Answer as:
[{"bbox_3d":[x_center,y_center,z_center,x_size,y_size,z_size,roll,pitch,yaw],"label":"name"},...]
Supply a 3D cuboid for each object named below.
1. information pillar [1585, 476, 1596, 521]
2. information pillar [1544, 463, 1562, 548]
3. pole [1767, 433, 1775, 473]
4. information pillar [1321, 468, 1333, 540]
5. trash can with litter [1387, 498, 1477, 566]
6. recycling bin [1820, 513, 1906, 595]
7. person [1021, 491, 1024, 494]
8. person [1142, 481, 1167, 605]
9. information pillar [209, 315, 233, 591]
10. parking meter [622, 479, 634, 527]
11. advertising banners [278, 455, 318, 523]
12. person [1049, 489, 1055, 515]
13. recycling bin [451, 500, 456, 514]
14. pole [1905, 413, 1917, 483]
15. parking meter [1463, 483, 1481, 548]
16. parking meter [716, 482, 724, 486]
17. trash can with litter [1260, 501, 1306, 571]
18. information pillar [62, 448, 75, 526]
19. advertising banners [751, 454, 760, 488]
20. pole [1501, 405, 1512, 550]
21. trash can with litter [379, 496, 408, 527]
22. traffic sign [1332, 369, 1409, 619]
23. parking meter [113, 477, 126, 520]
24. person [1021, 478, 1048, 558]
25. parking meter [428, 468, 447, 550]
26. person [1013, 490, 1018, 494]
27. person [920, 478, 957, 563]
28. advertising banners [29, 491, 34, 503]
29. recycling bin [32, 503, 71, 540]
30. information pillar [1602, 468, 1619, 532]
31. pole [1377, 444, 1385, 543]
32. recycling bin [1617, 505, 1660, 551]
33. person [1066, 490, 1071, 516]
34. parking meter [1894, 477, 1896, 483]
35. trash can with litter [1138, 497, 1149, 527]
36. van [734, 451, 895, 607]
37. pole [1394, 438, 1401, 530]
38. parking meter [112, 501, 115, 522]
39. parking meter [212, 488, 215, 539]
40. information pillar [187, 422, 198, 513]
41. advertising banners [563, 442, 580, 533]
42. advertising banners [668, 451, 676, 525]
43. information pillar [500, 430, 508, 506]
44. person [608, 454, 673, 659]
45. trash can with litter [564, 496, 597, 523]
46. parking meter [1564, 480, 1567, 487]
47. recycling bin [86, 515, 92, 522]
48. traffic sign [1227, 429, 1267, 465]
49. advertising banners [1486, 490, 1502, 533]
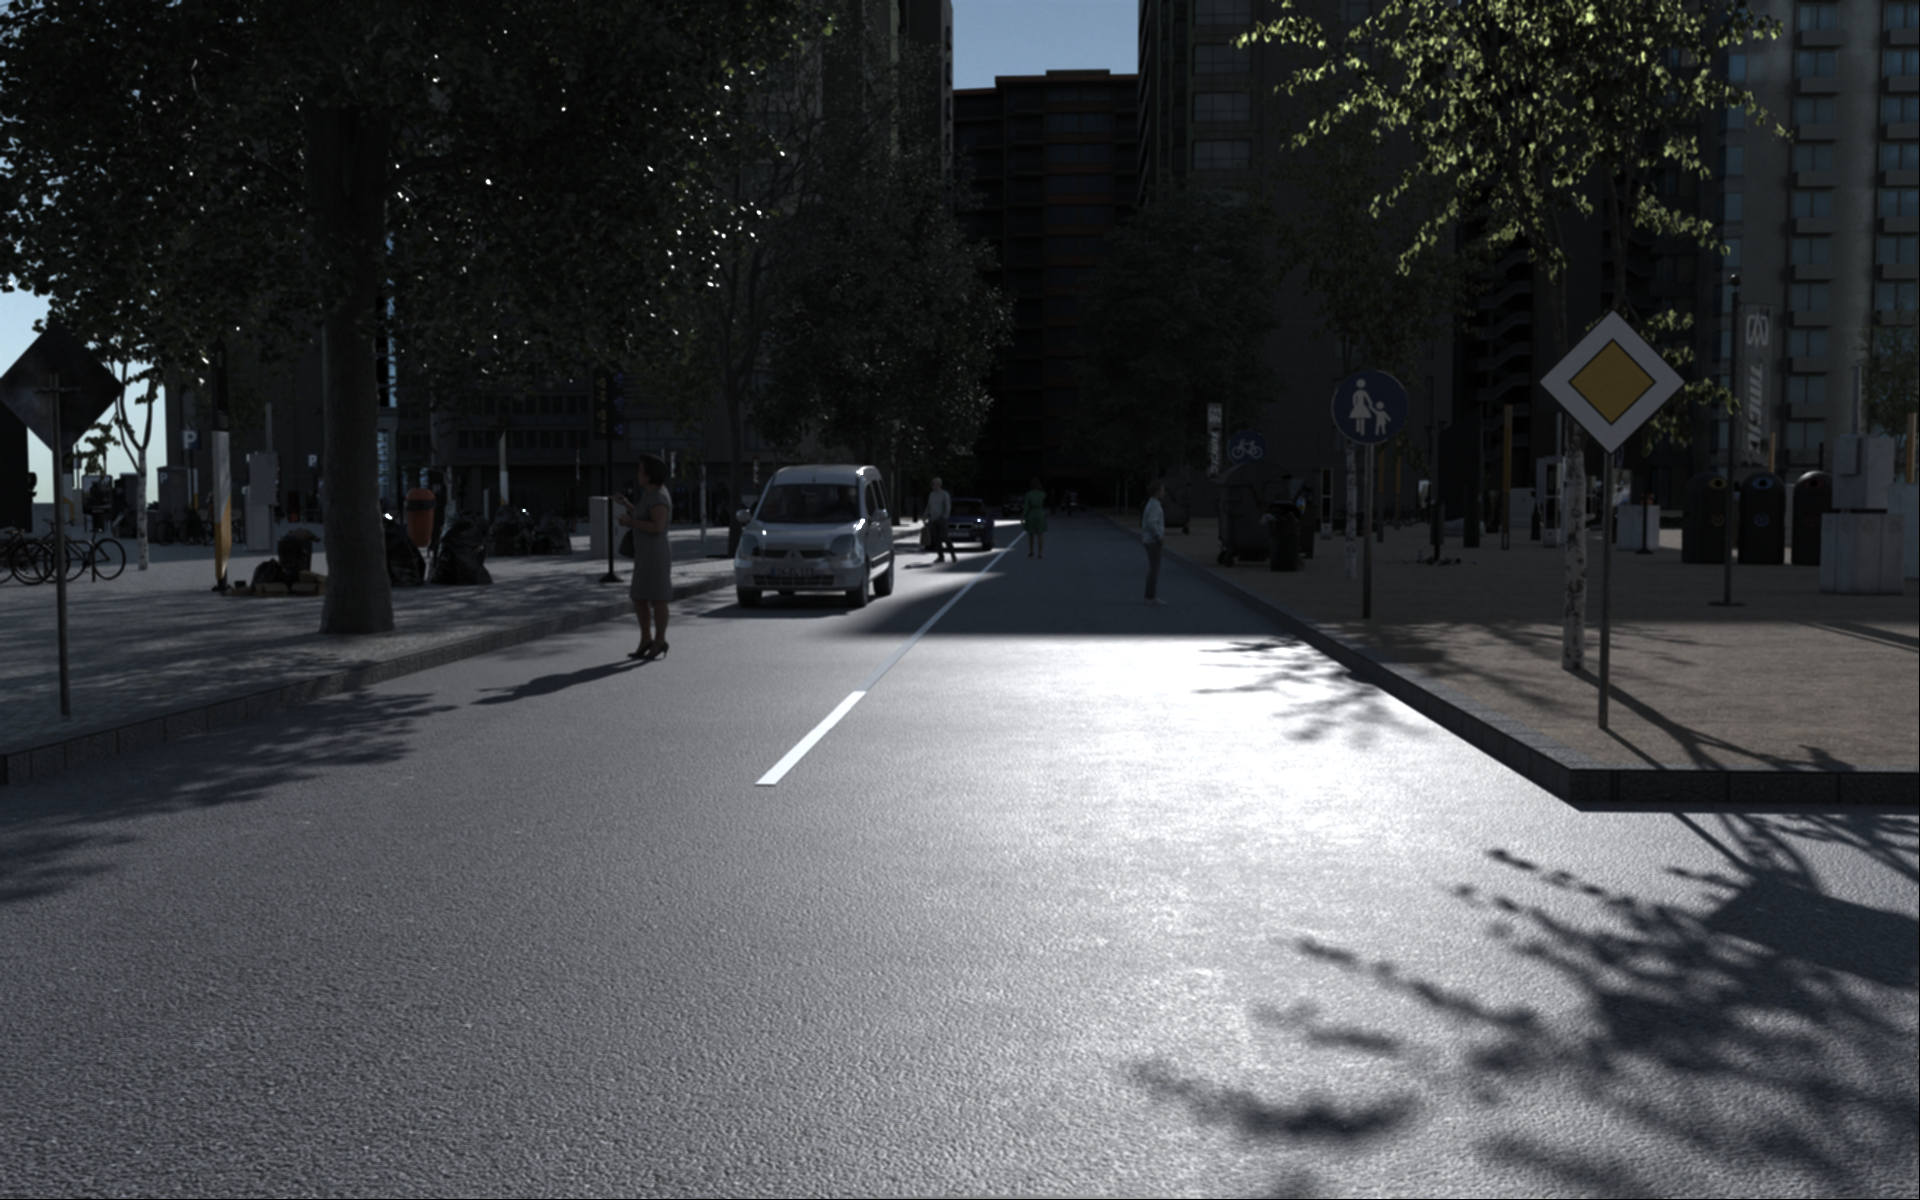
[{"bbox_3d":[25.996,-4.094,71.426,0.304,2.012,0.304,-3,5,-43],"label":"information pillar"},{"bbox_3d":[14.130,-2.250,41.273,0.304,2.012,0.304,3,4,39],"label":"information pillar"},{"bbox_3d":[26.916,-3.895,57.518,0.158,3.312,0.155,0,3,0],"label":"pole"},{"bbox_3d":[10.368,-2.719,48.951,0.304,2.012,0.304,1,4,17],"label":"information pillar"},{"bbox_3d":[8.641,-1.272,31.849,1.678,1.210,2.233,1,4,19],"label":"trash can with litter"},{"bbox_3d":[11.605,-0.595,22.280,0.722,1.027,0.722,0,4,-8],"label":"recycling bin"},{"bbox_3d":[5.518,-8.914,155.030,0.721,1.735,1.217,1,4,23],"label":"person"},{"bbox_3d":[2.516,-0.738,22.377,0.330,1.601,0.589,0,4,6],"label":"person"},{"bbox_3d":[-9.803,-1.933,22.966,0.183,3.616,0.504,0,4,-8],"label":"information pillar"},{"bbox_3d":[-12.892,-3.768,67.324,0.399,1.863,0.255,-3,5,-43],"label":"parking meter"},{"bbox_3d":[-29.998,-5.004,78.009,2.074,3.025,0.090,-1,4,-13],"label":"advertising banners"},{"bbox_3d":[6.392,-6.773,119.797,0.434,1.755,0.990,0,4,-5],"label":"person"},{"bbox_3d":[-22.027,-3.778,74.329,0.722,1.027,0.722,-1,4,-18],"label":"recycling bin"},{"bbox_3d":[23.883,-3.040,43.541,0.158,3.312,0.155,0,3,0],"label":"pole"},{"bbox_3d":[12.263,-2.022,41.475,0.372,1.533,0.369,0,3,0],"label":"parking meter"},{"bbox_3d":[-11.588,-4.761,83.545,0.399,1.863,0.255,-1,4,-13],"label":"parking meter"},{"bbox_3d":[5.425,-1.076,28.983,0.624,1.170,1.055,1,4,23],"label":"trash can with litter"},{"bbox_3d":[-36.265,-4.828,70.289,0.504,3.616,0.183,-2,4,-31],"label":"information pillar"},{"bbox_3d":[-8.479,-4.935,76.876,0.090,3.025,2.074,3,5,43],"label":"advertising banners"},{"bbox_3d":[12.514,-2.800,39.630,0.158,3.312,0.155,0,3,0],"label":"pole"},{"bbox_3d":[-22.248,-3.447,67.413,2.233,1.210,1.678,0,4,5],"label":"trash can with litter"},{"bbox_3d":[4.199,-1.082,17.798,0.768,2.556,0.104,1,4,11],"label":"traffic sign"},{"bbox_3d":[-29.185,-3.329,60.137,0.399,1.863,0.255,-2,4,-26],"label":"parking meter"},{"bbox_3d":[1.681,-1.835,38.743,0.600,1.795,0.529,-1,4,-17],"label":"person"},{"bbox_3d":[-11.917,-2.070,39.551,0.399,1.863,0.255,-1,4,-10],"label":"parking meter"},{"bbox_3d":[4.558,-8.274,143.800,1.348,1.821,0.705,-1,4,-21],"label":"person"},{"bbox_3d":[-0.480,-1.674,36.350,0.782,1.767,0.515,3,4,38],"label":"person"},{"bbox_3d":[-38.853,-4.545,70.499,0.090,3.025,2.074,3,5,43],"label":"advertising banners"},{"bbox_3d":[-25.549,-2.211,48.707,0.722,1.027,0.722,0,4,6],"label":"recycling bin"},{"bbox_3d":[18.523,-2.741,49.307,0.304,2.012,0.304,-1,4,-12],"label":"information pillar"},{"bbox_3d":[11.138,-3.179,45.823,0.158,3.312,0.155,0,3,0],"label":"pole"},{"bbox_3d":[15.291,-1.620,39.043,0.722,1.027,0.722,3,5,41],"label":"recycling bin"},{"bbox_3d":[7.095,-6.336,113.019,0.530,1.710,0.541,2,4,31],"label":"person"},{"bbox_3d":[31.531,-3.239,58.667,0.255,1.863,0.399,3,4,36],"label":"parking meter"},{"bbox_3d":[7.400,-3.376,66.579,1.055,1.170,0.624,2,4,25],"label":"trash can with litter"},{"bbox_3d":[-1.896,-0.999,23.346,2.013,2.044,4.112,0,4,5],"label":"van"},{"bbox_3d":[15.656,-4.164,61.926,0.158,3.312,0.155,0,3,0],"label":"pole"},{"bbox_3d":[-39.209,-4.405,80.439,0.372,1.533,0.369,0,3,0],"label":"parking meter"},{"bbox_3d":[-20.987,-2.491,49.142,0.372,1.533,0.369,0,3,0],"label":"parking meter"},{"bbox_3d":[-24.990,-3.978,56.392,0.504,3.616,0.183,3,5,41],"label":"information pillar"},{"bbox_3d":[-12.876,-3.753,57.548,0.090,3.025,2.074,0,4,2],"label":"advertising banners"},{"bbox_3d":[-12.139,-4.601,71.418,0.090,3.025,2.074,-2,4,-35],"label":"advertising banners"},{"bbox_3d":[-16.683,-4.406,63.396,0.183,3.616,0.504,-3,5,-41],"label":"information pillar"},{"bbox_3d":[-2.798,-0.383,15.116,0.532,1.782,0.716,-1,4,-22],"label":"person"},{"bbox_3d":[-16.662,-4.062,77.475,2.233,1.210,1.678,2,4,23],"label":"trash can with litter"},{"bbox_3d":[24.080,-3.871,69.002,0.399,1.863,0.255,-1,4,-9],"label":"parking meter"},{"bbox_3d":[-40.613,-4.187,81.017,0.722,1.027,0.722,-1,4,-15],"label":"recycling bin"},{"bbox_3d":[5.654,-2.084,34.182,0.768,2.556,0.104,0,4,5],"label":"traffic sign"},{"bbox_3d":[16.691,-3.682,56.396,2.074,3.025,0.090,-1,4,-11],"label":"advertising banners"}]
